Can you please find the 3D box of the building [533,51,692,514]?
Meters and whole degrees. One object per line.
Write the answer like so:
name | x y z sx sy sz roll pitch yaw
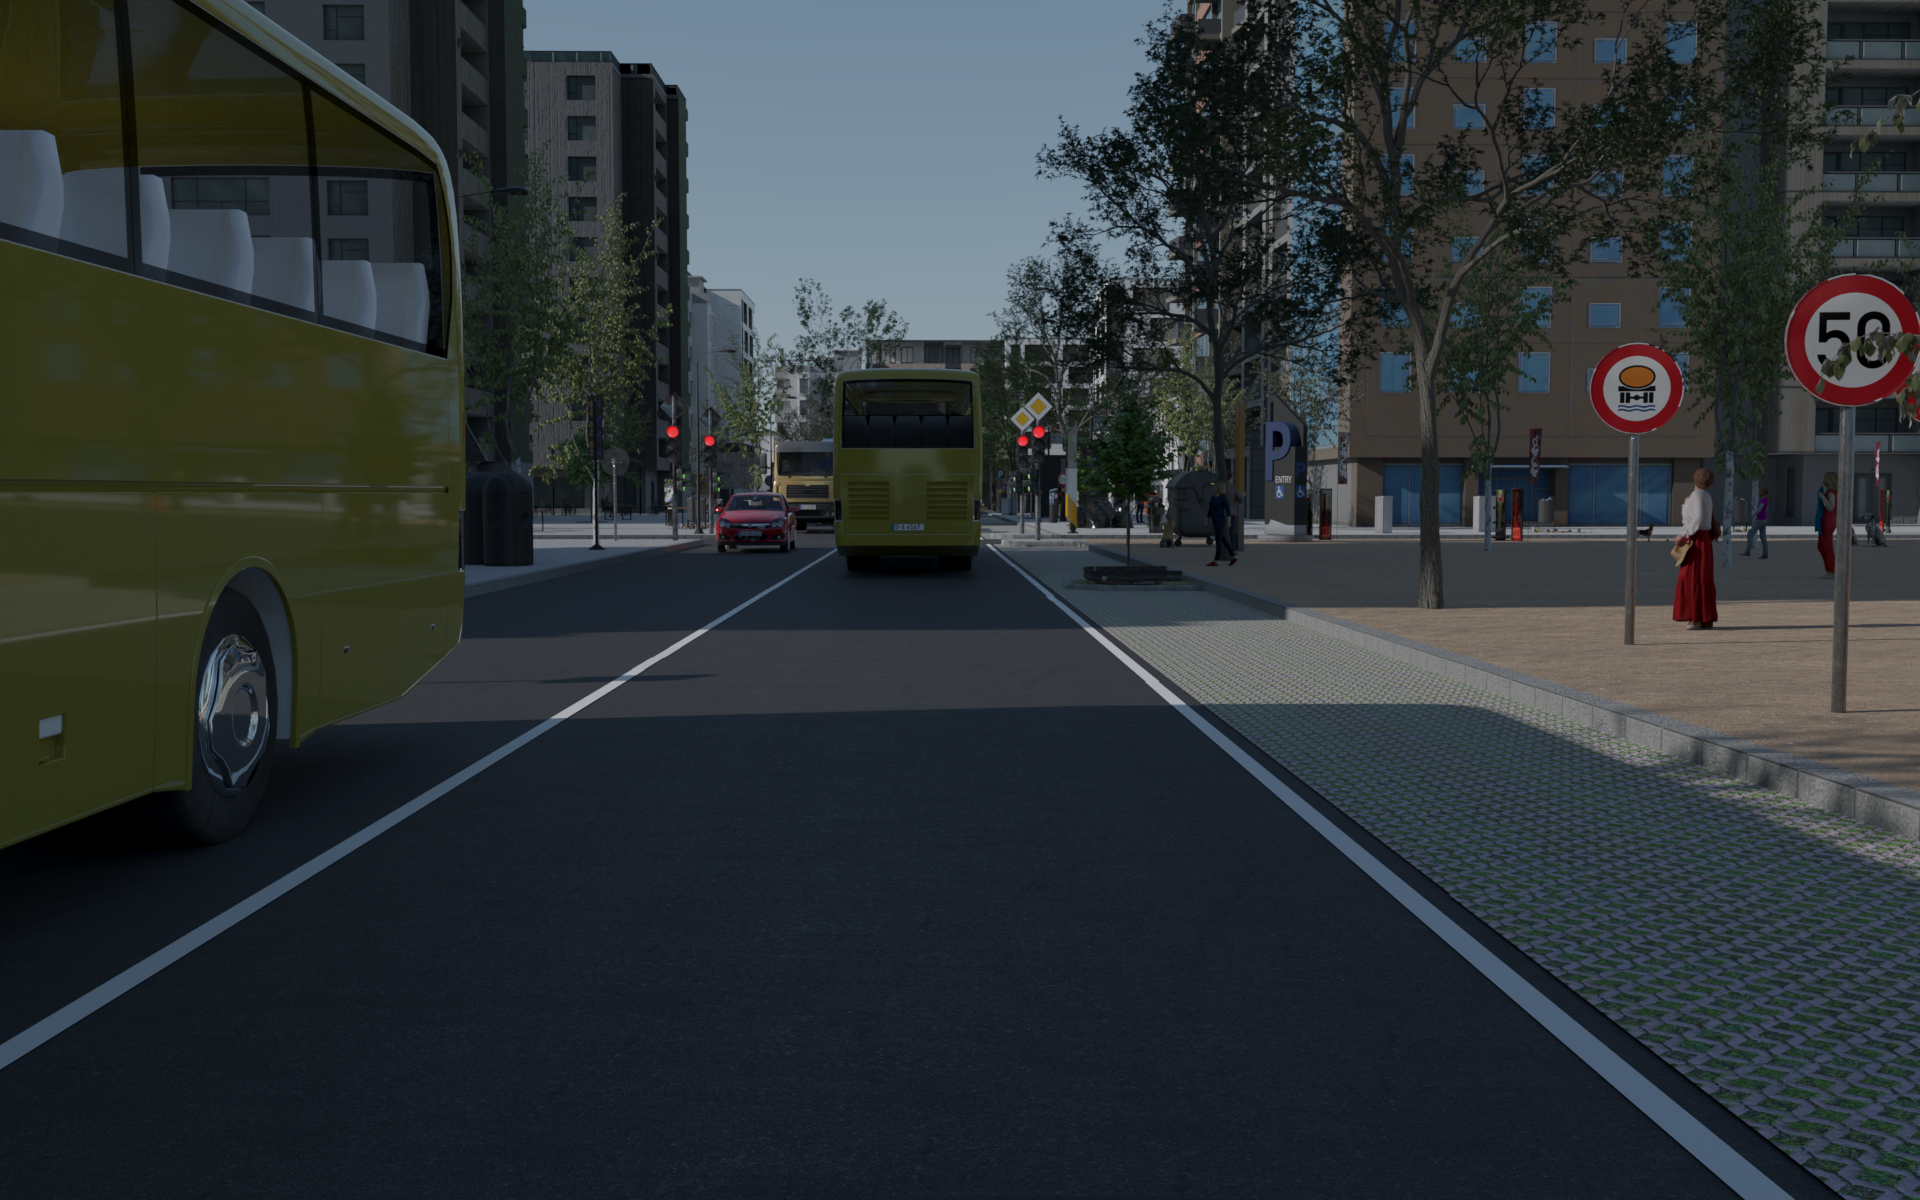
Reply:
building | -26.191 -21.103 116.742 14.160 30.474 14.107 0 4 -1

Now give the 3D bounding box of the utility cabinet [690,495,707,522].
utility cabinet | -12.279 -4.285 81.225 0.306 1.237 1.020 -3 5 -45

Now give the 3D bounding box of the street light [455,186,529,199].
street light | -7.216 -3.288 26.305 1.470 5.913 1.316 0 4 -1

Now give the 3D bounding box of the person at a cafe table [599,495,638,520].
person at a cafe table | -17.220 -4.601 86.092 1.698 1.238 1.726 -3 5 -45

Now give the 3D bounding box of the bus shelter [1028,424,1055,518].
bus shelter | 4.875 -7.289 96.801 2.179 5.291 8.768 0 4 -1

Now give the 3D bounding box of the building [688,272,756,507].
building | -35.657 -19.957 170.275 27.936 21.610 32.646 0 4 -1

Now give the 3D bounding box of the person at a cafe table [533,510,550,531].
person at a cafe table | -15.251 -3.137 59.799 1.622 1.524 1.698 -2 4 -35

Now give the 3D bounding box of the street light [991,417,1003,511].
street light | 2.578 -8.066 104.422 1.470 5.913 1.316 0 4 -1

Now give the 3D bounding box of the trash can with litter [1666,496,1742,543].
trash can with litter | 20.082 -2.197 46.979 1.678 1.210 2.233 2 4 30

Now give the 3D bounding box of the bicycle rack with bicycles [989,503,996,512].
bicycle rack with bicycles | 3.508 -6.903 126.246 2.925 0.926 2.852 -1 4 -23

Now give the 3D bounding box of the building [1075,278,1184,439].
building | 27.575 -20.586 180.554 27.936 21.610 32.646 0 4 -1

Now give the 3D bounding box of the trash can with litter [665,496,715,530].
trash can with litter | -10.096 -3.379 66.311 2.233 1.210 1.678 3 5 41

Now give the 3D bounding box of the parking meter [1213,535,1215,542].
parking meter | 7.041 -2.352 46.861 0.372 1.533 0.369 0 3 0

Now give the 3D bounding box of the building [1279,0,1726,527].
building | 21.977 -25.840 72.598 14.200 45.320 14.600 0 4 -1

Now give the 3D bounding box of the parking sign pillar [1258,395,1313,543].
parking sign pillar | 8.725 -3.541 46.372 1.447 3.967 1.447 -2 4 -27

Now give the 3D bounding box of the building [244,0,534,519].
building | -29.187 -19.024 82.741 14.160 30.474 14.107 0 4 -1

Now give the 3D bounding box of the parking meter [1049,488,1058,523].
parking meter | 4.146 -4.187 76.876 0.372 1.533 0.369 0 3 0

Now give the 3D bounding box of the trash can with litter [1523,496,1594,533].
trash can with litter | 19.885 -2.843 57.542 2.233 1.210 1.678 1 4 20

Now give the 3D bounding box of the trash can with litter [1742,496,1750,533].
trash can with litter | 25.775 -2.877 58.093 2.233 1.210 1.678 -1 4 -15

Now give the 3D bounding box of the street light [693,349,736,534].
street light | -7.856 -5.077 55.549 1.470 5.913 1.316 0 4 -1

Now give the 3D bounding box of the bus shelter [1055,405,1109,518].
bus shelter | 5.693 -5.988 75.543 2.179 5.291 8.768 0 4 -1

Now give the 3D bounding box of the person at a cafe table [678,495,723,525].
person at a cafe table | -10.734 -3.778 72.625 1.698 1.238 1.726 3 5 42

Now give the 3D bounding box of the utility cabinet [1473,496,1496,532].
utility cabinet | 17.809 -2.899 58.556 1.020 1.237 0.306 -2 4 -30

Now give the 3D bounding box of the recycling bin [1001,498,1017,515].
recycling bin | 3.036 -5.763 106.783 0.722 1.027 0.722 -2 4 -35

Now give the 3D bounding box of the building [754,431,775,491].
building | -38.635 -17.624 230.293 28.070 9.664 9.099 0 4 -1

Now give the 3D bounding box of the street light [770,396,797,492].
street light | -8.443 -6.720 82.409 1.470 5.913 1.316 0 4 -1

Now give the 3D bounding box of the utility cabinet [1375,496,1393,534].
utility cabinet | 13.857 -2.783 56.667 0.306 1.237 1.020 2 4 30

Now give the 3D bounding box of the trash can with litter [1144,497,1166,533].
trash can with litter | 6.620 -2.784 56.907 1.055 1.170 0.624 -2 4 -24

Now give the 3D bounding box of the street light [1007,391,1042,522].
street light | 3.014 -6.453 78.040 1.470 5.913 1.316 0 4 -1

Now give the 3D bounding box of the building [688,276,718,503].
building | -28.832 -17.829 147.920 16.016 20.091 11.380 0 4 -1

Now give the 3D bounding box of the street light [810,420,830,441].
street light | -8.858 -8.333 108.790 1.470 5.913 1.316 0 4 -1

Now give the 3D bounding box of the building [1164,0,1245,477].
building | 25.702 -28.234 116.250 22.147 44.769 28.867 0 4 -1

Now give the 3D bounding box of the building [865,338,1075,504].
building | 3.543 -24.233 240.183 32.646 21.610 27.936 0 4 -1

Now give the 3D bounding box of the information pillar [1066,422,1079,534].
information pillar | 3.619 -3.963 56.152 0.183 3.616 0.504 3 5 43

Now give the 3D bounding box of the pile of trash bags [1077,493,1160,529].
pile of trash bags | 5.951 -3.412 65.544 3.447 1.369 1.912 -1 4 -20

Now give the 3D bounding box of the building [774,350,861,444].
building | -18.974 -23.069 233.594 11.380 20.091 16.016 0 4 -1

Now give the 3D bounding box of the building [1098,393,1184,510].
building | 17.554 -12.713 149.997 9.099 9.664 28.070 0 4 -1

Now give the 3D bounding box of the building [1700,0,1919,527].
building | 36.255 -23.807 72.846 14.086 41.232 14.154 0 4 -1

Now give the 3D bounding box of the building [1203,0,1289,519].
building | 24.844 -39.907 90.730 20.563 71.187 20.611 0 4 -1

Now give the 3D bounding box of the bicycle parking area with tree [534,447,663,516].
bicycle parking area with tree | -21.973 -7.218 105.021 8.231 4.147 9.016 0 4 7

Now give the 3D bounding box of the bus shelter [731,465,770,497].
bus shelter | -12.187 -6.499 100.176 2.014 3.302 5.546 0 4 -1
